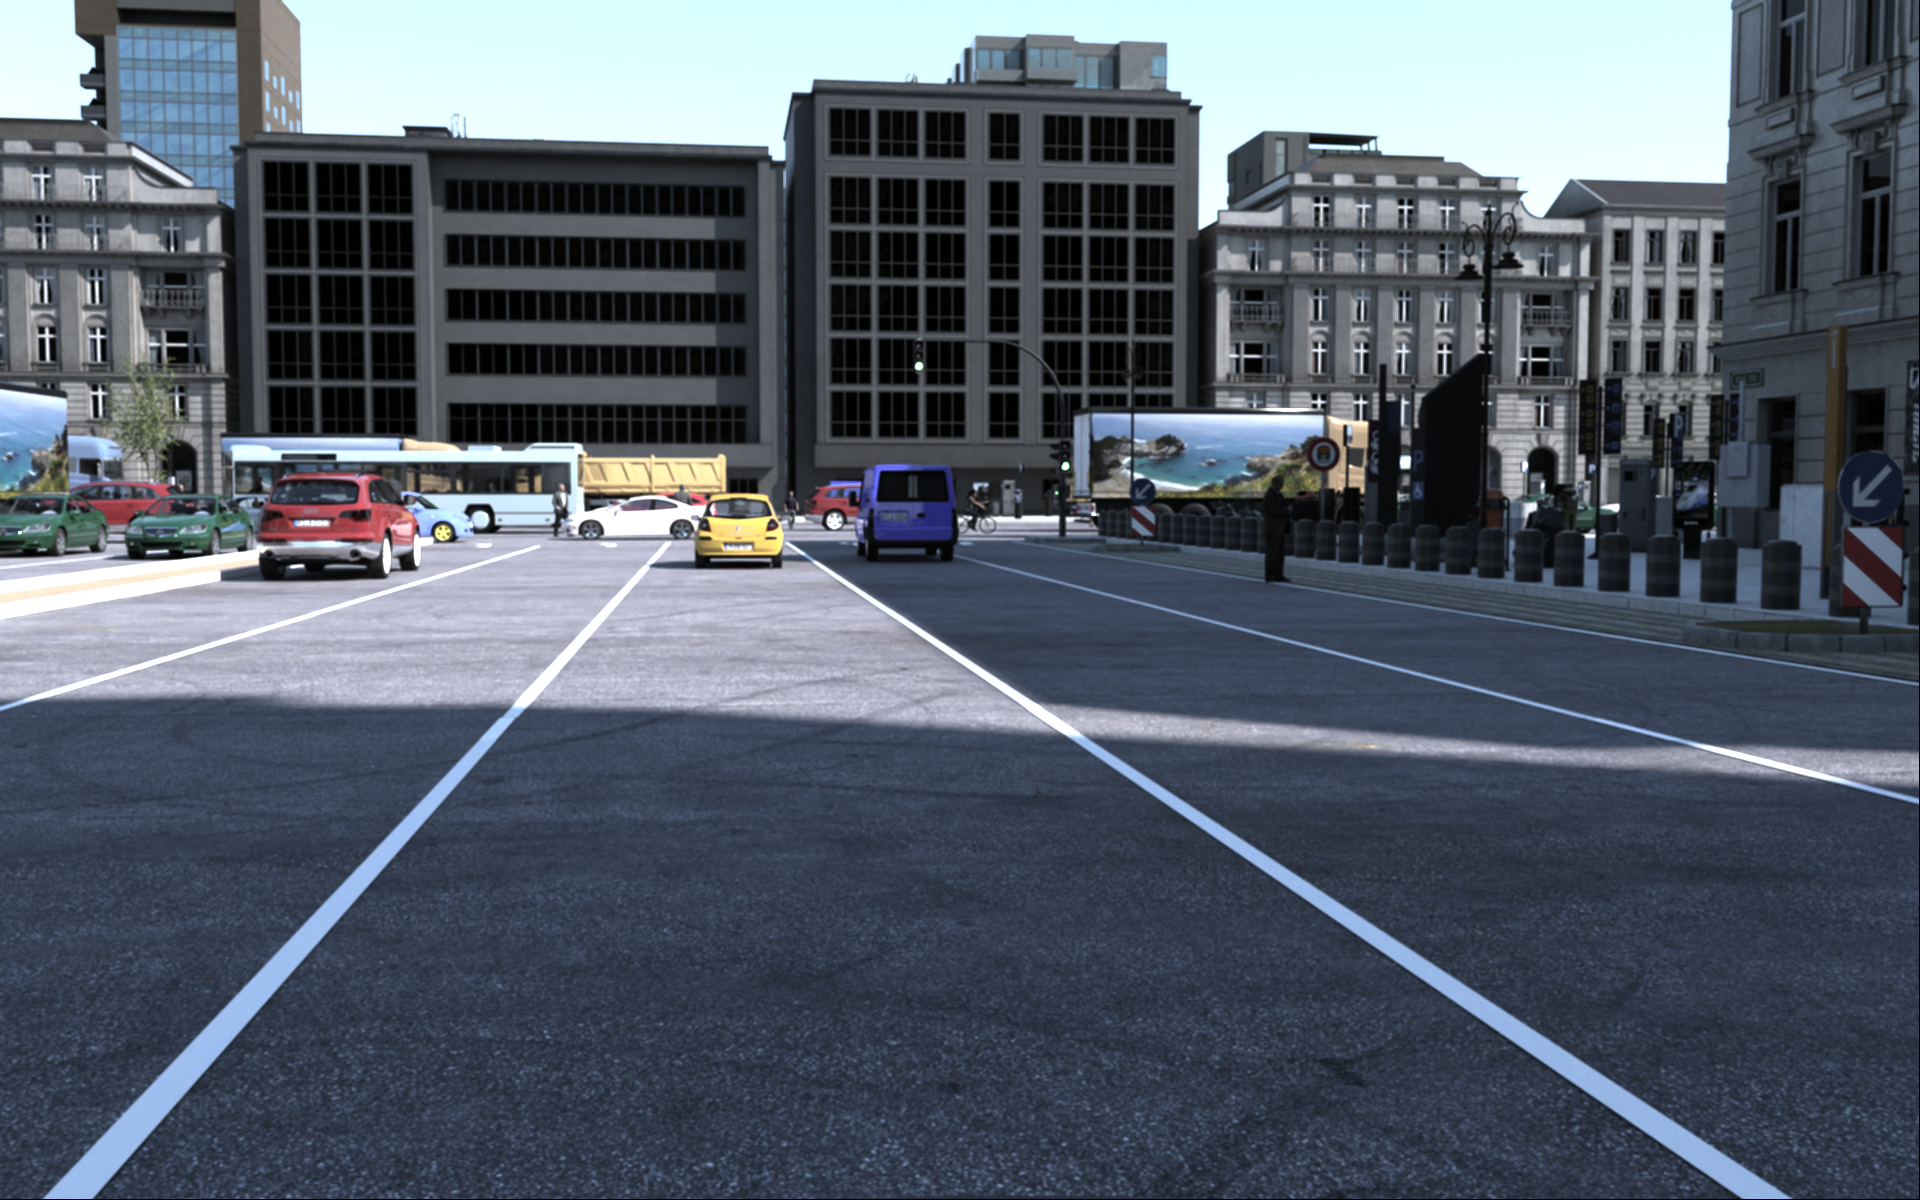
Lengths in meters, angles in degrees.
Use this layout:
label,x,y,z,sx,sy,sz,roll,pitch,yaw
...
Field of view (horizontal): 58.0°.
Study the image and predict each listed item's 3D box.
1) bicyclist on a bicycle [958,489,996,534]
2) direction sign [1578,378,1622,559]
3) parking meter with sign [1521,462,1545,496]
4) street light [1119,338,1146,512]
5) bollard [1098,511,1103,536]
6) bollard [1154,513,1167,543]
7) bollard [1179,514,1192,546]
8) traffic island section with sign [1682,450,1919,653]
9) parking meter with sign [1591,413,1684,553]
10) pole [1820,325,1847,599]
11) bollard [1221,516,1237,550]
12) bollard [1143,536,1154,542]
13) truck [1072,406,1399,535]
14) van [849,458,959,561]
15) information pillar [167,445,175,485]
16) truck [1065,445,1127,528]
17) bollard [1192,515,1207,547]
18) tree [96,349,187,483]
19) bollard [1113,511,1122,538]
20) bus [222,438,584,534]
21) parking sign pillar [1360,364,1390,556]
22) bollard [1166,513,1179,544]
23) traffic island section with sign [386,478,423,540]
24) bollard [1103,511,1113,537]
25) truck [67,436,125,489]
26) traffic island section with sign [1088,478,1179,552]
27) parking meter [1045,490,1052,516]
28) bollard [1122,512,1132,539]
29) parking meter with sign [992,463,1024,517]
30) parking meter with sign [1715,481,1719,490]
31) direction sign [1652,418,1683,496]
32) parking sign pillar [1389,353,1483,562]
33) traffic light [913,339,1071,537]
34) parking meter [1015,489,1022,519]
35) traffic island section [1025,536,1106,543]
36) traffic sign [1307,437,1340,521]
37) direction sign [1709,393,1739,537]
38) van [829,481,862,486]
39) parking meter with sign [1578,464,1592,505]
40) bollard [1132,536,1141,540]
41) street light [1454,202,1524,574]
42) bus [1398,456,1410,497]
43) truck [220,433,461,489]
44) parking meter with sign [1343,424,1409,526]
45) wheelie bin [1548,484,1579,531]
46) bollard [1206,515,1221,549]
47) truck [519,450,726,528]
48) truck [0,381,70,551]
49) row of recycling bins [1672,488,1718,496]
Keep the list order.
label,x,y,z,sx,sy,sz,roll,pitch,yaw
bicyclist on a bicycle,0.508,-3.206,62.447,1.625,1.676,1.499,0,4,-7
direction sign,12.595,-2.578,34.145,0.379,3.537,0.876,-3,5,-42
parking meter with sign,30.938,-5.906,92.826,0.543,3.016,1.738,-3,4,-37
street light,5.122,-4.811,51.452,0.468,5.910,1.993,0,4,-8
bollard,4.413,-2.329,52.789,0.404,0.777,0.398,0,3,0
bollard,5.433,-1.890,45.625,0.404,0.777,0.398,0,3,0
bollard,5.772,-1.745,43.246,0.404,0.777,0.398,0,3,0
traffic island section with sign,8.071,-0.482,16.506,1.989,1.847,2.006,0,4,-8
parking meter with sign,14.918,-2.560,38.112,0.543,3.016,1.738,-3,5,-44
pole,10.647,-1.667,21.107,0.158,3.312,0.155,0,3,0
bollard,6.285,-1.526,39.674,0.404,0.777,0.398,0,3,0
bollard,5.268,-1.963,46.816,0.404,0.777,0.398,0,3,0
truck,9.480,-4.192,57.460,11.283,4.237,2.839,-1,4,-10
van,-1.271,-2.094,38.619,2.240,2.365,5.245,0,4,-7
information pillar,-37.926,-5.623,83.298,0.504,3.616,0.183,3,5,39
truck,8.006,-4.357,67.157,9.791,3.379,3.469,-1,4,-8
bollard,5.943,-1.672,42.054,0.404,0.777,0.398,0,3,0
tree,-40.991,-8.377,87.334,4.737,8.622,4.395,0,3,0
bollard,4.756,-2.182,50.396,0.404,0.777,0.398,0,3,0
bus,-20.498,-4.156,62.815,13.247,3.499,2.948,0,4,-7
parking sign pillar,9.050,-2.944,36.612,1.447,3.967,1.447,1,4,14
bollard,5.603,-1.818,44.436,0.404,0.777,0.398,0,3,0
traffic island section with sign,-16.270,-2.508,49.140,2.006,1.907,1.989,0,4,-8
bollard,4.585,-2.255,51.586,0.404,0.777,0.398,0,3,0
truck,-45.612,-5.204,74.848,18.799,4.110,2.967,-1,4,-10
traffic island section with sign,4.268,-2.114,43.193,1.989,1.847,2.006,0,4,-8
parking meter,5.074,-5.561,99.338,0.372,1.533,0.369,0,3,0
bollard,4.923,-2.109,49.206,0.404,0.777,0.398,0,3,0
parking meter with sign,2.664,-6.168,97.105,1.738,3.016,0.543,-1,4,-13
parking meter with sign,46.031,-6.635,104.747,1.738,3.016,0.543,0,4,7
direction sign,21.161,-3.660,51.836,0.876,3.537,0.379,3,5,40
parking sign pillar,9.291,-2.727,33.060,1.447,3.967,1.447,-1,4,-21
traffic light,0.966,-4.674,51.087,4.771,5.953,1.251,0,4,-8
parking meter,3.023,-4.991,90.005,0.372,1.533,0.369,0,3,0
traffic island section,3.065,-1.796,51.641,2.009,0.180,2.903,0,4,-8
traffic sign,8.137,-2.371,38.877,0.768,2.556,0.104,0,4,-6
direction sign,17.354,-2.892,39.280,0.379,3.537,0.876,-2,4,-27
van,-3.809,-4.851,83.695,5.245,2.365,2.240,0,4,-7
parking meter with sign,36.130,-6.366,100.341,1.738,3.016,0.543,-2,4,-35
bollard,5.093,-2.037,48.016,0.404,0.777,0.398,0,3,0
street light,8.428,-3.362,27.758,0.468,5.910,1.993,0,4,-8
bus,16.881,-5.183,79.605,13.247,3.499,2.948,-1,4,-9
truck,-28.262,-5.624,80.871,11.283,4.237,2.839,0,4,-7
parking meter with sign,10.474,-2.870,43.184,1.738,3.016,0.543,2,4,26
wheelie bin,18.184,-2.701,52.076,0.980,1.594,0.693,-2,4,-24
bollard,6.110,-1.599,40.865,0.404,0.777,0.398,0,3,0
truck,-15.097,-4.837,75.008,9.791,3.379,3.469,-1,4,-9
truck,-24.704,-3.207,41.349,2.839,4.237,11.283,0,4,-7
row of recycling bins,43.970,-5.832,102.458,3.534,1.692,1.069,0,4,7
